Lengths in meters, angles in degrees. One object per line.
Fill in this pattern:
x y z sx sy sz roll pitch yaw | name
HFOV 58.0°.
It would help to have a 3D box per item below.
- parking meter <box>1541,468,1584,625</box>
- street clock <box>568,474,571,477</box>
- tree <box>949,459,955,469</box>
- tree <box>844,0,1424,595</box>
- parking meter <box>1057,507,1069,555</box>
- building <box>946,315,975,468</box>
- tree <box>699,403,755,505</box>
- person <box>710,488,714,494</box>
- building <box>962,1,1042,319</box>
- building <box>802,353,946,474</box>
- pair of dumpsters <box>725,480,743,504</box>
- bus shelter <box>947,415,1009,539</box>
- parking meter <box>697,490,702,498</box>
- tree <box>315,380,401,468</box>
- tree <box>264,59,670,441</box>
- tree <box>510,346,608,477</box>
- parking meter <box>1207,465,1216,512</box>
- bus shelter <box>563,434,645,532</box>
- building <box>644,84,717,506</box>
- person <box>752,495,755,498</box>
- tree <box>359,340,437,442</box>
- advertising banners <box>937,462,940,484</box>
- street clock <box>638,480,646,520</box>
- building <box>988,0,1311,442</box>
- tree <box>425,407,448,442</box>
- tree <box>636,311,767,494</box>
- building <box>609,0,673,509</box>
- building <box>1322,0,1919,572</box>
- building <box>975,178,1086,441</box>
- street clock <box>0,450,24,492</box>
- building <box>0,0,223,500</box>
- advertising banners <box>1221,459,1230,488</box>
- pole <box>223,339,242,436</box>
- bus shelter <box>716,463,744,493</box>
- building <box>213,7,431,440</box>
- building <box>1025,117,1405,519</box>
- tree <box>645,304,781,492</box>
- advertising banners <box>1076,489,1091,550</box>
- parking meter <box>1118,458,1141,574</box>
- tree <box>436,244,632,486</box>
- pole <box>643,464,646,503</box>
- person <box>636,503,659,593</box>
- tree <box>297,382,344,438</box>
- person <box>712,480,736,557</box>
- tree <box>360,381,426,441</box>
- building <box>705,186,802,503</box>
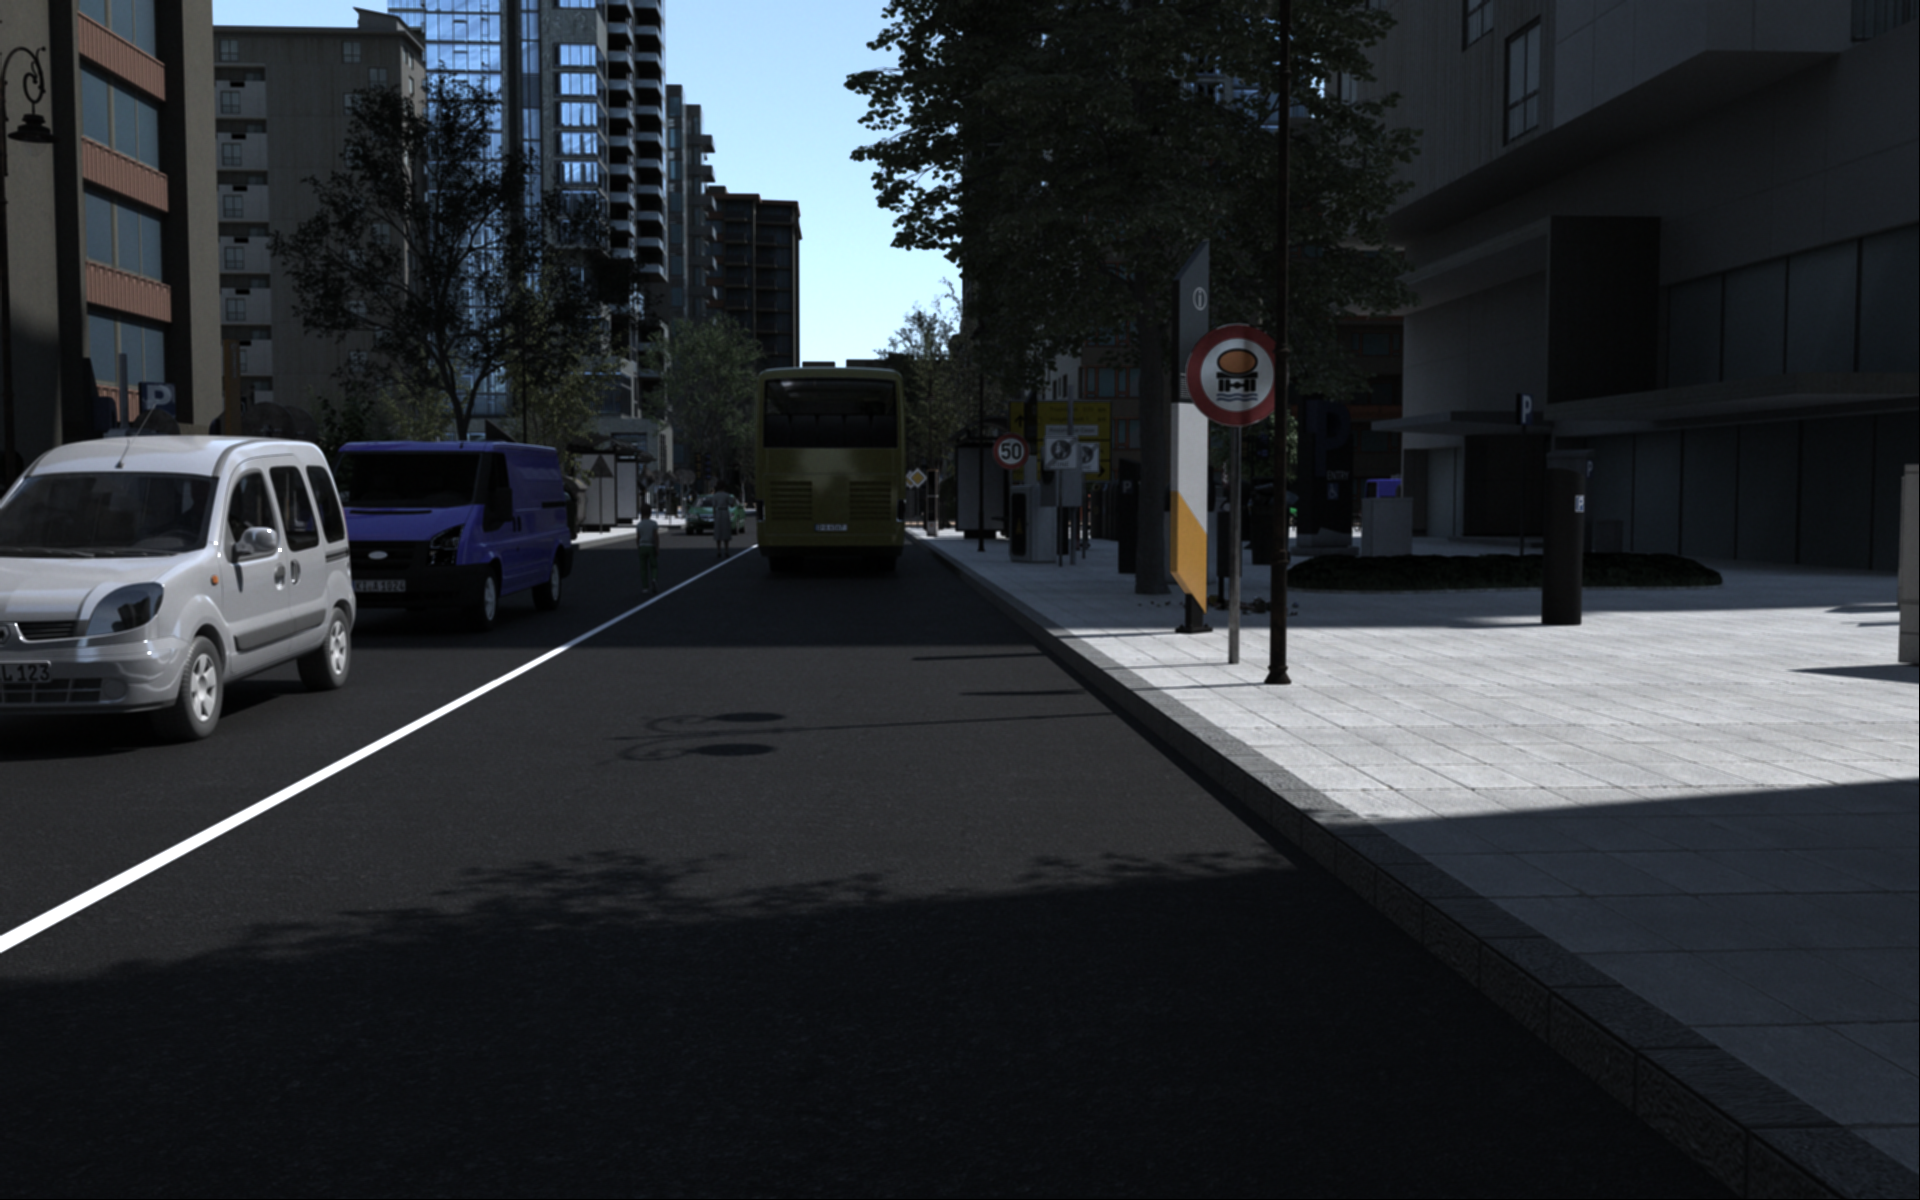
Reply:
5.936 -0.529 17.052 0.372 1.533 0.369 0 3 0 | parking meter
-14.080 -3.570 62.936 0.358 2.002 0.471 0 4 0 | street clock
0.729 -8.876 128.833 4.285 4.588 4.351 0 3 0 | tree
2.042 -6.351 21.970 7.486 12.596 7.792 0 3 0 | tree
2.122 -1.729 36.687 0.372 1.533 0.369 0 3 0 | parking meter
13.382 -20.641 182.520 27.650 21.520 28.899 0 4 -3 | building
-17.220 -10.827 127.380 4.360 8.622 3.978 0 3 0 | tree
-10.392 -3.862 72.646 0.512 1.701 0.522 2 4 23 | person
8.864 -46.925 205.482 20.563 71.187 20.611 0 4 -3 | building
-8.569 -25.007 253.895 28.899 21.520 27.650 0 4 -3 | building
-16.133 -7.292 121.711 1.574 2.255 4.437 0 4 -3 | pair of dumpsters
0.800 -3.269 47.378 2.014 3.302 5.546 0 4 -3 | bus shelter
-17.694 -6.692 117.824 0.372 1.533 0.369 0 3 0 | parking meter
-10.290 -2.136 29.526 1.663 3.219 1.824 0 3 0 | tree
-10.433 -6.259 36.754 8.767 10.594 7.601 -1 4 -14 | tree
-19.258 -8.179 84.089 4.360 8.622 3.978 0 3 0 | tree
4.324 -1.531 30.746 0.399 1.863 0.255 0 4 3 | parking meter
-12.529 -4.100 60.952 2.014 3.302 5.546 0 4 -4 | bus shelter
-44.023 -35.599 201.650 30.456 49.044 23.786 0 4 -3 | building
-27.551 -13.413 227.880 0.705 1.814 1.350 3 4 37 | person
-23.873 -7.814 78.128 4.737 8.622 4.395 0 3 0 | tree
-1.006 -5.891 92.509 0.090 3.025 2.074 -1 4 -10 | advertising banners
-14.837 -4.672 80.961 0.471 2.002 0.358 -1 4 -14 | street clock
14.455 -50.121 132.150 22.319 86.520 31.000 0 4 -3 | building
-43.123 -11.506 138.477 4.360 8.622 3.978 0 3 0 | tree
-14.651 -10.624 99.453 9.928 11.665 9.643 0 3 0 | tree
-37.764 -51.822 159.964 22.319 86.520 31.000 0 4 -3 | building
25.103 -27.520 39.184 28.713 52.752 27.495 0 4 -3 | building
8.245 -23.753 160.063 14.160 30.474 14.107 0 4 -3 | building
-15.655 -1.463 28.491 0.358 2.002 0.471 1 4 19 | street clock
-33.497 -23.746 42.872 28.867 44.769 22.147 0 4 -3 | building
12.007 -4.795 74.590 0.090 3.025 2.074 -3 5 -42 | advertising banners
-9.595 -1.778 22.906 0.158 3.312 0.155 0 3 0 | pole
-17.703 -8.711 133.709 1.731 3.624 6.357 0 4 -3 | bus shelter
-72.754 -37.151 196.665 27.495 52.752 28.713 0 4 -3 | building
19.437 -15.493 98.347 28.899 21.520 27.650 0 4 -3 | building
-15.372 -12.301 111.483 12.009 13.543 11.850 0 3 0 | tree
2.683 -2.653 39.556 0.090 3.025 2.074 1 4 19 | advertising banners
2.780 -1.362 27.975 0.399 1.863 0.255 3 5 40 | parking meter
-12.084 -6.145 50.839 4.737 8.622 4.395 0 3 0 | tree
-21.582 -7.625 118.518 0.158 3.312 0.155 0 3 0 | pole
-4.489 -0.745 24.930 0.306 1.304 0.590 -1 4 -20 | person
-42.251 -9.949 113.022 4.737 8.622 4.395 0 3 0 | tree
-5.360 -1.855 39.391 0.480 1.755 0.524 1 4 8 | person
-36.327 -9.653 108.192 4.360 8.622 3.978 0 3 0 | tree
-37.214 -36.318 248.423 28.867 44.769 22.147 0 4 -3 | building
